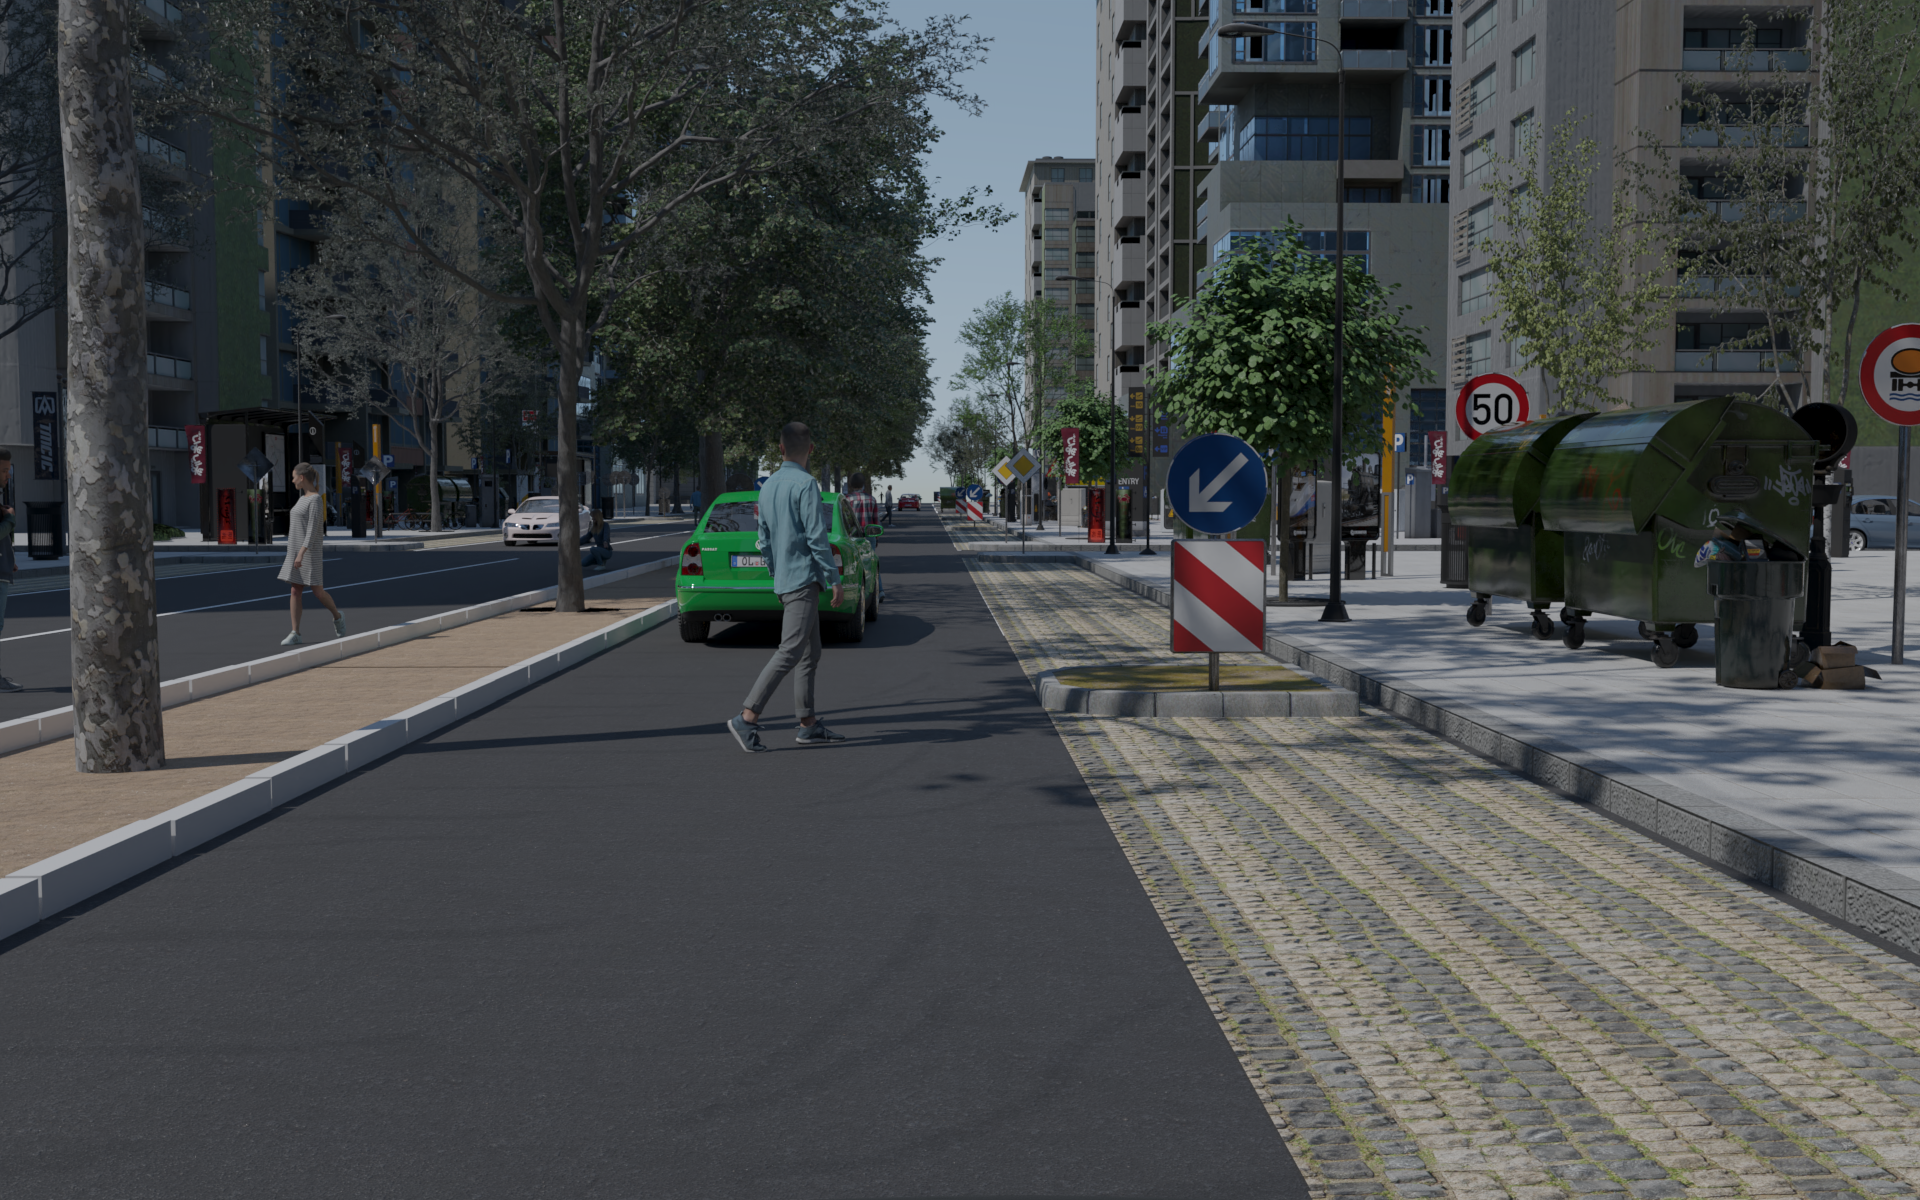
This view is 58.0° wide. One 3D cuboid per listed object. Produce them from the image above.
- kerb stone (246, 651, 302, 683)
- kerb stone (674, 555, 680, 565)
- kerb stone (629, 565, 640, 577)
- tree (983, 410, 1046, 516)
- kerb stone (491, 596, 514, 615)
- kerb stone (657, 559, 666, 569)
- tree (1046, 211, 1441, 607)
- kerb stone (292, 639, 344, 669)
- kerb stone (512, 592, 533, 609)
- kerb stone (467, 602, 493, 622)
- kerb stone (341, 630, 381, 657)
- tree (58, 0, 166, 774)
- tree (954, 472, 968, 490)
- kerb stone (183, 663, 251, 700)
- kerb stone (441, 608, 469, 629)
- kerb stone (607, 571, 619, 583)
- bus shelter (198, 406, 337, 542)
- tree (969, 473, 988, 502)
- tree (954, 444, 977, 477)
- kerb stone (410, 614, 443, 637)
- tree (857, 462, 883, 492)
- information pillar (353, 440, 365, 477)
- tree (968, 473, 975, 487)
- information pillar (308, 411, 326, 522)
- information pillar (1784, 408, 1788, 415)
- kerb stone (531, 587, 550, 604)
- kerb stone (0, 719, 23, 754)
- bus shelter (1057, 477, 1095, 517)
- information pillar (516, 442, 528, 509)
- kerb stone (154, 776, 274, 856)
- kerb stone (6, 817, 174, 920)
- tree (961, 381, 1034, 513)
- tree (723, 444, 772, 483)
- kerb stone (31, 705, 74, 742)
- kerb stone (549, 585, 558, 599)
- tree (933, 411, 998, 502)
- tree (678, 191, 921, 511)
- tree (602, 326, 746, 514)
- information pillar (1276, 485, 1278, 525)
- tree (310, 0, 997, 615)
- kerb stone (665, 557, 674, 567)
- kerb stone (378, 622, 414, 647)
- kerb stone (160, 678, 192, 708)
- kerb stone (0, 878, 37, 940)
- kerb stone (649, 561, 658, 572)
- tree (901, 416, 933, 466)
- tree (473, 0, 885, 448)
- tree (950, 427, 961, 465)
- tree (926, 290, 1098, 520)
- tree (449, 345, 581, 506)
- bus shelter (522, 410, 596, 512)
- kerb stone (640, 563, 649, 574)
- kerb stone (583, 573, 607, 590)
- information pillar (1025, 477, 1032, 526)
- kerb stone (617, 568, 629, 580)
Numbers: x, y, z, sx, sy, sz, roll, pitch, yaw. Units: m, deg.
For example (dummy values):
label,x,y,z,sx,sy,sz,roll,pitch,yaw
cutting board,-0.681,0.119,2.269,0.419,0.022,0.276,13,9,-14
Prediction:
label,x,y,z,sx,sy,sz,roll,pitch,yaw
kerb stone,-5.396,0.535,13.503,0.120,0.150,1.000,0,4,-1
kerb stone,-5.814,-0.785,35.023,0.120,0.150,1.000,0,4,-1
kerb stone,-5.713,-0.470,29.901,0.120,0.150,1.000,0,4,-1
tree,3.660,-4.012,49.305,4.285,4.588,4.351,0,3,0
kerb stone,-5.538,0.093,20.677,0.120,0.150,1.000,0,4,-1
kerb stone,-5.775,-0.655,32.972,0.120,0.150,1.000,0,4,-1
tree,3.842,-2.229,20.153,4.285,4.588,4.351,0,3,0
kerb stone,-5.421,0.469,14.525,0.120,0.150,1.000,0,4,-1
kerb stone,-5.558,0.030,21.699,0.120,0.150,1.000,0,4,-1
kerb stone,-5.515,0.155,19.654,0.120,0.150,1.000,0,4,-1
kerb stone,-5.443,0.407,15.549,0.120,0.150,1.000,0,4,-1
tree,-3.143,-9.127,7.578,12.611,20.169,13.585,0,3,0
tree,0.794,-15.428,235.965,4.285,4.588,4.351,0,3,0
kerb stone,-5.381,0.594,12.479,0.120,0.150,1.000,0,4,-1
kerb stone,-5.500,0.218,18.624,0.120,0.150,1.000,0,4,-1
kerb stone,-5.678,-0.344,27.851,0.120,0.150,1.000,0,4,-1
bus shelter,-19.677,-3.563,49.530,1.731,3.624,6.357,0,4,-1
tree,1.983,-11.031,174.955,1.663,3.219,1.824,0,3,0
tree,0.492,-18.042,245.346,4.737,8.622,4.395,0,3,0
kerb stone,-5.484,0.282,17.599,0.120,0.150,1.000,0,4,-1
tree,-6.010,-8.962,99.352,4.360,8.622,3.978,0,3,0
information pillar,-25.717,-5.062,74.120,0.504,3.616,0.183,-2,4,-26
tree,3.055,-7.304,103.127,4.285,4.588,4.351,0,3,0
information pillar,-18.138,-3.518,48.870,0.504,3.616,0.183,1,4,20
information pillar,22.413,-3.422,47.310,0.504,3.616,0.183,-3,4,-37
kerb stone,-5.580,-0.032,22.724,0.120,0.150,1.000,0,4,-1
kerb stone,-5.316,0.784,9.403,0.120,0.150,1.000,0,4,-1
bus shelter,5.260,-6.024,76.127,2.179,5.291,8.768,0,4,-1
information pillar,-19.625,-5.274,77.586,0.504,3.616,0.183,-2,4,-26
kerb stone,-3.172,0.915,7.347,0.120,0.150,1.000,0,4,-1
kerb stone,-3.158,0.971,6.325,0.120,0.150,1.000,0,4,-1
tree,2.648,-9.939,112.871,4.360,8.622,3.978,0,3,0
tree,-20.145,-13.159,165.514,4.737,8.622,4.395,0,3,0
kerb stone,-5.337,0.722,10.425,0.120,0.150,1.000,0,4,-1
kerb stone,-5.597,-0.095,23.746,0.120,0.150,1.000,0,4,-1
tree,1.496,-15.297,184.520,7.601,10.594,8.767,3,5,41
tree,-5.339,-8.563,60.595,7.486,12.596,7.792,0,3,0
tree,-18.643,-11.995,113.120,9.611,12.733,9.660,0,3,0
information pillar,13.524,-4.980,72.771,0.504,3.616,0.183,1,4,15
tree,-4.767,-6.602,20.775,12.009,13.543,11.850,0,3,0
kerb stone,-5.807,-0.722,34.000,0.120,0.150,1.000,0,4,-1
kerb stone,-5.457,0.344,16.577,0.120,0.150,1.000,0,4,-1
kerb stone,-5.368,0.657,11.450,0.120,0.150,1.000,0,4,-1
kerb stone,-3.136,1.037,5.302,0.120,0.150,1.000,0,4,-1
kerb stone,-5.759,-0.597,31.950,0.120,0.150,1.000,0,4,-1
tree,-6.371,-10.934,115.640,8.767,10.594,7.601,0,4,-1
tree,-4.727,-7.581,33.065,9.857,13.997,8.962,0,3,0
tree,1.460,-12.275,151.065,4.360,8.622,3.978,0,3,0
tree,3.138,-9.867,87.076,9.928,11.665,9.643,0,3,0
tree,-18.673,-7.564,74.034,4.360,8.622,3.978,0,3,0
bus shelter,-19.824,-6.582,85.246,2.179,5.291,8.768,0,4,-1
kerb stone,-5.740,-0.534,30.923,0.120,0.150,1.000,0,4,-1
kerb stone,-5.661,-0.283,26.828,0.120,0.150,1.000,0,4,-1
information pillar,2.699,-4.006,69.982,0.304,2.012,0.304,-3,4,-36
kerb stone,-5.702,-0.407,28.874,0.120,0.150,1.000,0,4,-1
